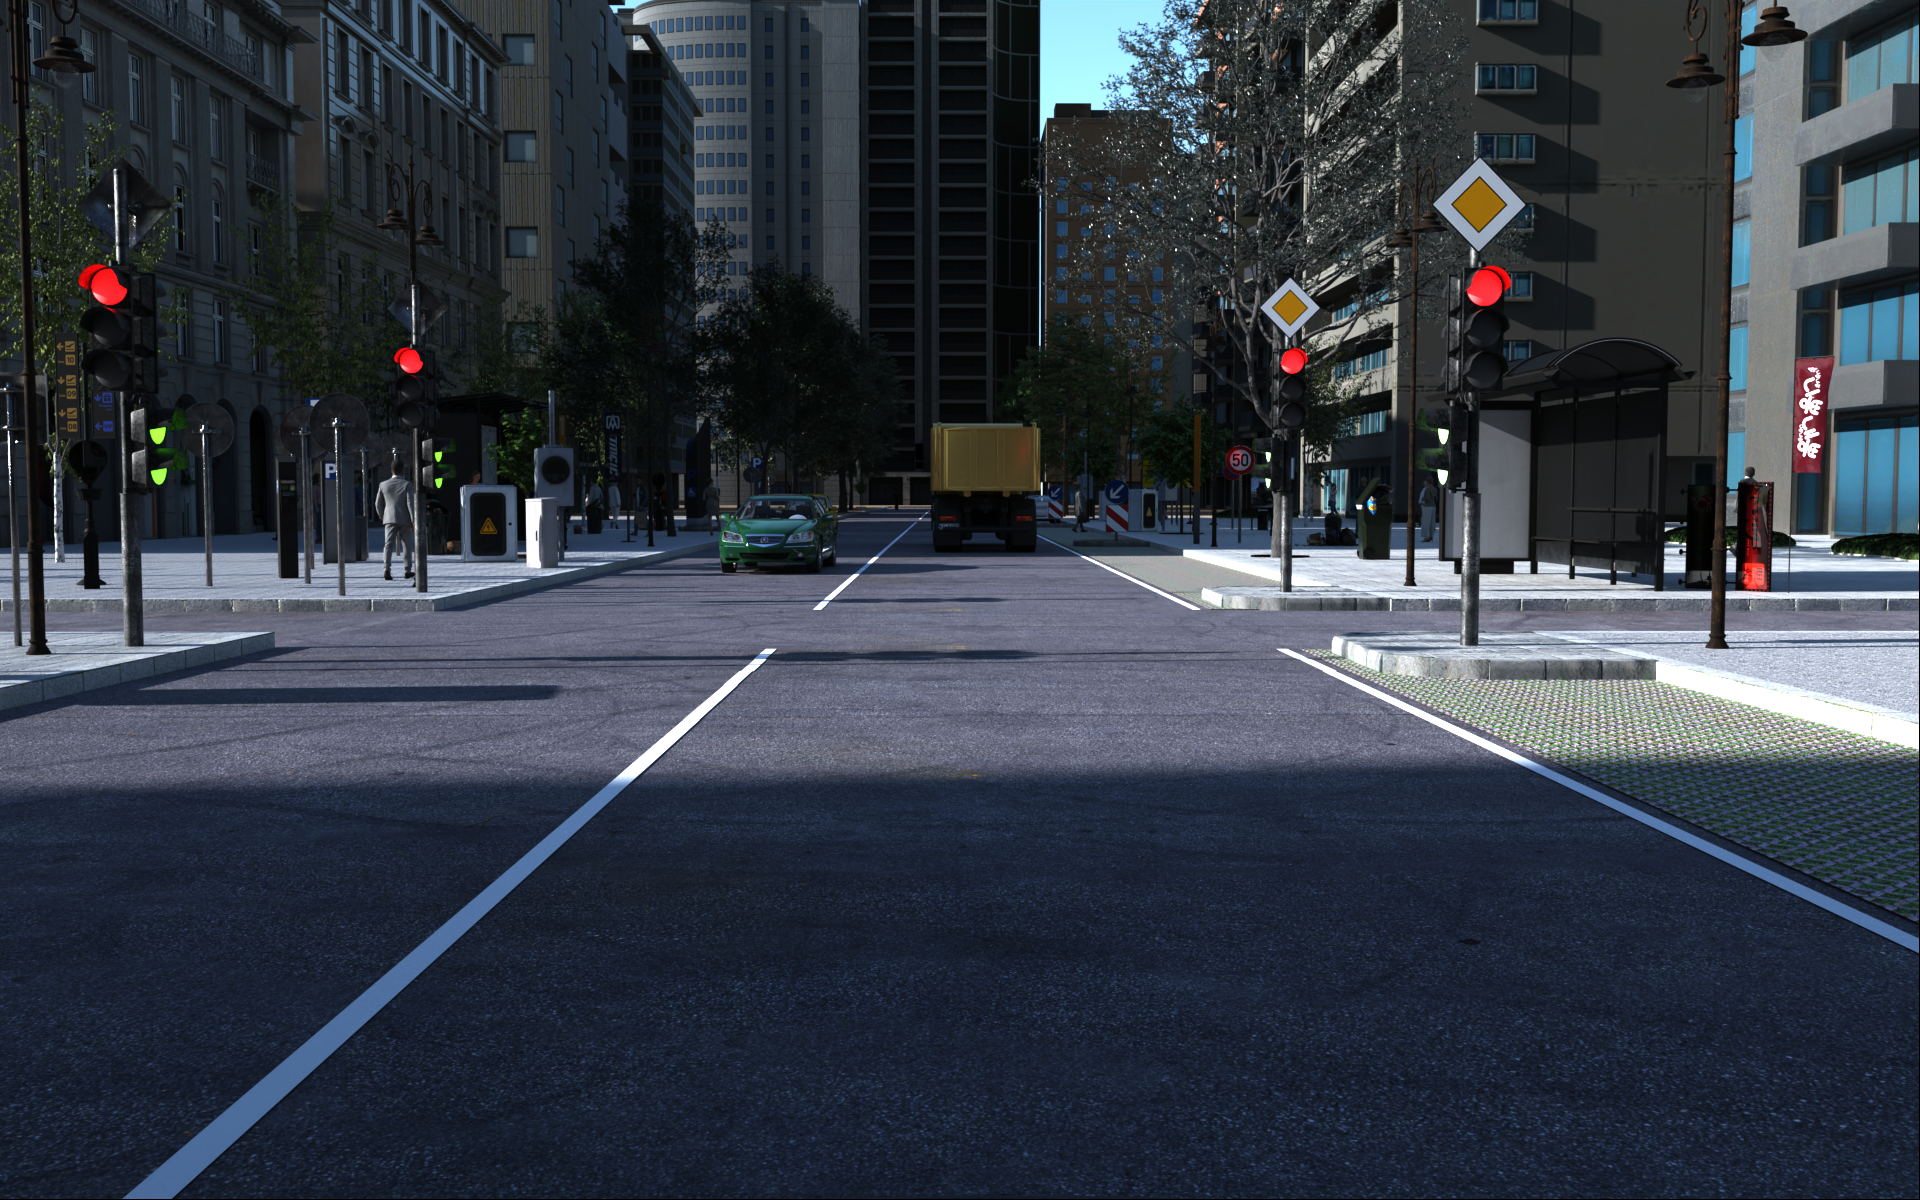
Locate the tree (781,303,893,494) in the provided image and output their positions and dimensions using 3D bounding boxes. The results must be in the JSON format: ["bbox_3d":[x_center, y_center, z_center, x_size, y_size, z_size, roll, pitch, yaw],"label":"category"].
[{"bbox_3d":[-9.196,-12.032,107.093,12.009,13.543,11.850,0,3,0],"label":"tree"}]

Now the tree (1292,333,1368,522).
[{"bbox_3d":[16.520,-7.927,79.968,4.737,8.622,4.395,0,3,0],"label":"tree"}]

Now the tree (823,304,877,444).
[{"bbox_3d":[-7.732,-8.147,67.619,8.767,10.594,7.601,-1,4,-17],"label":"tree"}]

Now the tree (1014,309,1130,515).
[{"bbox_3d":[6.892,-11.543,106.848,7.486,12.596,7.792,0,3,0],"label":"tree"}]

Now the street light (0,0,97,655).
[{"bbox_3d":[-7.382,-2.502,13.697,0.468,5.910,1.993,0,4,0],"label":"street light"}]

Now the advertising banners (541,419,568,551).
[{"bbox_3d":[-9.382,-2.673,39.886,0.090,3.025,2.074,-2,4,-28],"label":"advertising banners"}]

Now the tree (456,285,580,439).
[{"bbox_3d":[-15.975,-6.767,61.002,4.737,8.622,4.395,0,3,0],"label":"tree"}]

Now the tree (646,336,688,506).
[{"bbox_3d":[-13.671,-7.757,77.189,4.360,8.622,3.978,0,3,0],"label":"tree"}]

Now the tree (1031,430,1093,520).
[{"bbox_3d":[6.631,-6.290,86.563,4.285,4.588,4.351,0,3,0],"label":"tree"}]

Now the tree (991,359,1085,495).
[{"bbox_3d":[6.041,-12.777,134.661,9.928,11.665,9.643,0,3,0],"label":"tree"}]

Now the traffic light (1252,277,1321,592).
[{"bbox_3d":[4.252,-2.059,22.579,0.839,4.253,0.868,0,4,0],"label":"traffic light"}]

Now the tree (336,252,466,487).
[{"bbox_3d":[-17.132,-6.272,52.910,4.360,8.622,3.978,0,3,0],"label":"tree"}]

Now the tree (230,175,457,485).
[{"bbox_3d":[-15.220,-5.541,40.950,4.737,8.622,4.395,0,3,0],"label":"tree"}]

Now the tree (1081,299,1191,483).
[{"bbox_3d":[6.419,-7.074,66.028,4.737,8.622,4.395,0,3,0],"label":"tree"}]

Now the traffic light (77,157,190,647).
[{"bbox_3d":[-6.955,-1.565,14.503,0.839,4.253,0.868,0,4,0],"label":"traffic light"}]

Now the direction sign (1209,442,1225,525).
[{"bbox_3d":[10.603,-4.913,72.332,0.876,3.537,0.379,0,4,3],"label":"direction sign"}]

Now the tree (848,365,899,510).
[{"bbox_3d":[-8.625,-12.968,137.777,9.928,11.665,9.643,0,3,0],"label":"tree"}]

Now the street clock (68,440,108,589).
[{"bbox_3d":[-11.755,-1.152,23.399,0.471,2.002,0.358,-2,4,-25],"label":"street clock"}]

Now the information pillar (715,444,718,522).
[{"bbox_3d":[-11.293,-5.455,80.539,0.183,3.616,0.504,0,4,-7],"label":"information pillar"}]

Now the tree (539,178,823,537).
[{"bbox_3d":[-9.060,-7.195,52.056,7.601,10.594,8.767,-1,4,-20],"label":"tree"}]

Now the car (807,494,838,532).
[{"bbox_3d":[-5.231,-3.052,60.117,2.015,1.641,3.980,0,4,1],"label":"car"}]

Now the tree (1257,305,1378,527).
[{"bbox_3d":[13.621,-7.117,66.721,4.360,8.622,3.978,0,3,0],"label":"tree"}]

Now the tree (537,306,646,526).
[{"bbox_3d":[-14.923,-7.230,68.566,4.360,8.622,3.978,0,3,0],"label":"tree"}]

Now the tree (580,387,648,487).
[{"bbox_3d":[-19.112,-8.830,94.737,4.737,8.622,4.395,0,3,0],"label":"tree"}]

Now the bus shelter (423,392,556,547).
[{"bbox_3d":[-11.558,-3.157,42.898,1.731,3.624,6.357,0,4,0],"label":"bus shelter"}]

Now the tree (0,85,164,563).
[{"bbox_3d":[-16.724,-5.019,32.416,4.737,8.622,4.395,0,3,0],"label":"tree"}]

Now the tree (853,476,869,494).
[{"bbox_3d":[-9.425,-10.504,166.343,1.663,3.219,1.824,0,3,0],"label":"tree"}]

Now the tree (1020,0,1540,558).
[{"bbox_3d":[6.337,-7.602,34.664,12.009,13.543,11.850,0,3,0],"label":"tree"}]

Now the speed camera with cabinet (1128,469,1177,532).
[{"bbox_3d":[6.595,-3.963,59.138,0.660,3.252,2.038,3,5,44],"label":"speed camera with cabinet"}]

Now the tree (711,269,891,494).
[{"bbox_3d":[-8.326,-10.493,88.573,9.611,12.733,9.660,0,3,0],"label":"tree"}]

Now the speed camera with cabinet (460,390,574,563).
[{"bbox_3d":[-8.380,-2.350,32.756,2.038,3.252,0.660,-1,4,-21],"label":"speed camera with cabinet"}]

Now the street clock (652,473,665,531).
[{"bbox_3d":[-10.432,-3.390,60.003,0.358,2.002,0.471,2,4,24],"label":"street clock"}]

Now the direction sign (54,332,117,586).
[{"bbox_3d":[-12.273,-1.980,24.366,0.876,3.537,0.379,0,4,7],"label":"direction sign"}]

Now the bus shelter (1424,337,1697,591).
[{"bbox_3d":[8.482,-1.910,25.160,2.014,3.302,5.546,0,4,0],"label":"bus shelter"}]

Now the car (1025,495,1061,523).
[{"bbox_3d":[3.693,-4.233,81.571,2.083,1.381,4.827,0,4,-2],"label":"car"}]

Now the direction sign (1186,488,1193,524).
[{"bbox_3d":[9.853,-5.015,73.994,0.876,3.537,0.379,2,4,32],"label":"direction sign"}]

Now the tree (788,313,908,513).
[{"bbox_3d":[-8.203,-13.056,120.126,9.857,13.997,8.962,0,3,0],"label":"tree"}]

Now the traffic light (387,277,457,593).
[{"bbox_3d":[-7.009,-2.053,22.488,0.839,4.253,0.868,0,4,0],"label":"traffic light"}]

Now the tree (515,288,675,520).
[{"bbox_3d":[-17.750,-9.787,85.775,9.928,11.665,9.643,0,3,0],"label":"tree"}]

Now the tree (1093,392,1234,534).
[{"bbox_3d":[7.099,-4.402,55.690,4.285,4.588,4.351,0,3,0],"label":"tree"}]

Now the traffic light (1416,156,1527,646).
[{"bbox_3d":[4.306,-1.570,14.594,0.839,4.253,0.868,0,4,0],"label":"traffic light"}]

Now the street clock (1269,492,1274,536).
[{"bbox_3d":[9.566,-2.942,52.664,0.471,2.002,0.358,-3,5,-41],"label":"street clock"}]

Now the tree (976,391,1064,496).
[{"bbox_3d":[5.463,-12.895,145.252,7.601,10.594,8.767,2,4,29],"label":"tree"}]

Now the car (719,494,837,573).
[{"bbox_3d":[-3.405,-1.295,32.967,2.131,1.459,4.920,0,4,1],"label":"car"}]

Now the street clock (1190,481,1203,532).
[{"bbox_3d":[8.071,-3.341,59.190,0.358,2.002,0.471,-2,4,-34],"label":"street clock"}]

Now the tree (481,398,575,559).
[{"bbox_3d":[-8.526,-2.458,34.787,1.663,3.219,1.824,0,3,0],"label":"tree"}]

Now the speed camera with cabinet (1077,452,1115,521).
[{"bbox_3d":[6.572,-5.347,81.762,2.038,3.252,0.660,0,4,-6],"label":"speed camera with cabinet"}]
